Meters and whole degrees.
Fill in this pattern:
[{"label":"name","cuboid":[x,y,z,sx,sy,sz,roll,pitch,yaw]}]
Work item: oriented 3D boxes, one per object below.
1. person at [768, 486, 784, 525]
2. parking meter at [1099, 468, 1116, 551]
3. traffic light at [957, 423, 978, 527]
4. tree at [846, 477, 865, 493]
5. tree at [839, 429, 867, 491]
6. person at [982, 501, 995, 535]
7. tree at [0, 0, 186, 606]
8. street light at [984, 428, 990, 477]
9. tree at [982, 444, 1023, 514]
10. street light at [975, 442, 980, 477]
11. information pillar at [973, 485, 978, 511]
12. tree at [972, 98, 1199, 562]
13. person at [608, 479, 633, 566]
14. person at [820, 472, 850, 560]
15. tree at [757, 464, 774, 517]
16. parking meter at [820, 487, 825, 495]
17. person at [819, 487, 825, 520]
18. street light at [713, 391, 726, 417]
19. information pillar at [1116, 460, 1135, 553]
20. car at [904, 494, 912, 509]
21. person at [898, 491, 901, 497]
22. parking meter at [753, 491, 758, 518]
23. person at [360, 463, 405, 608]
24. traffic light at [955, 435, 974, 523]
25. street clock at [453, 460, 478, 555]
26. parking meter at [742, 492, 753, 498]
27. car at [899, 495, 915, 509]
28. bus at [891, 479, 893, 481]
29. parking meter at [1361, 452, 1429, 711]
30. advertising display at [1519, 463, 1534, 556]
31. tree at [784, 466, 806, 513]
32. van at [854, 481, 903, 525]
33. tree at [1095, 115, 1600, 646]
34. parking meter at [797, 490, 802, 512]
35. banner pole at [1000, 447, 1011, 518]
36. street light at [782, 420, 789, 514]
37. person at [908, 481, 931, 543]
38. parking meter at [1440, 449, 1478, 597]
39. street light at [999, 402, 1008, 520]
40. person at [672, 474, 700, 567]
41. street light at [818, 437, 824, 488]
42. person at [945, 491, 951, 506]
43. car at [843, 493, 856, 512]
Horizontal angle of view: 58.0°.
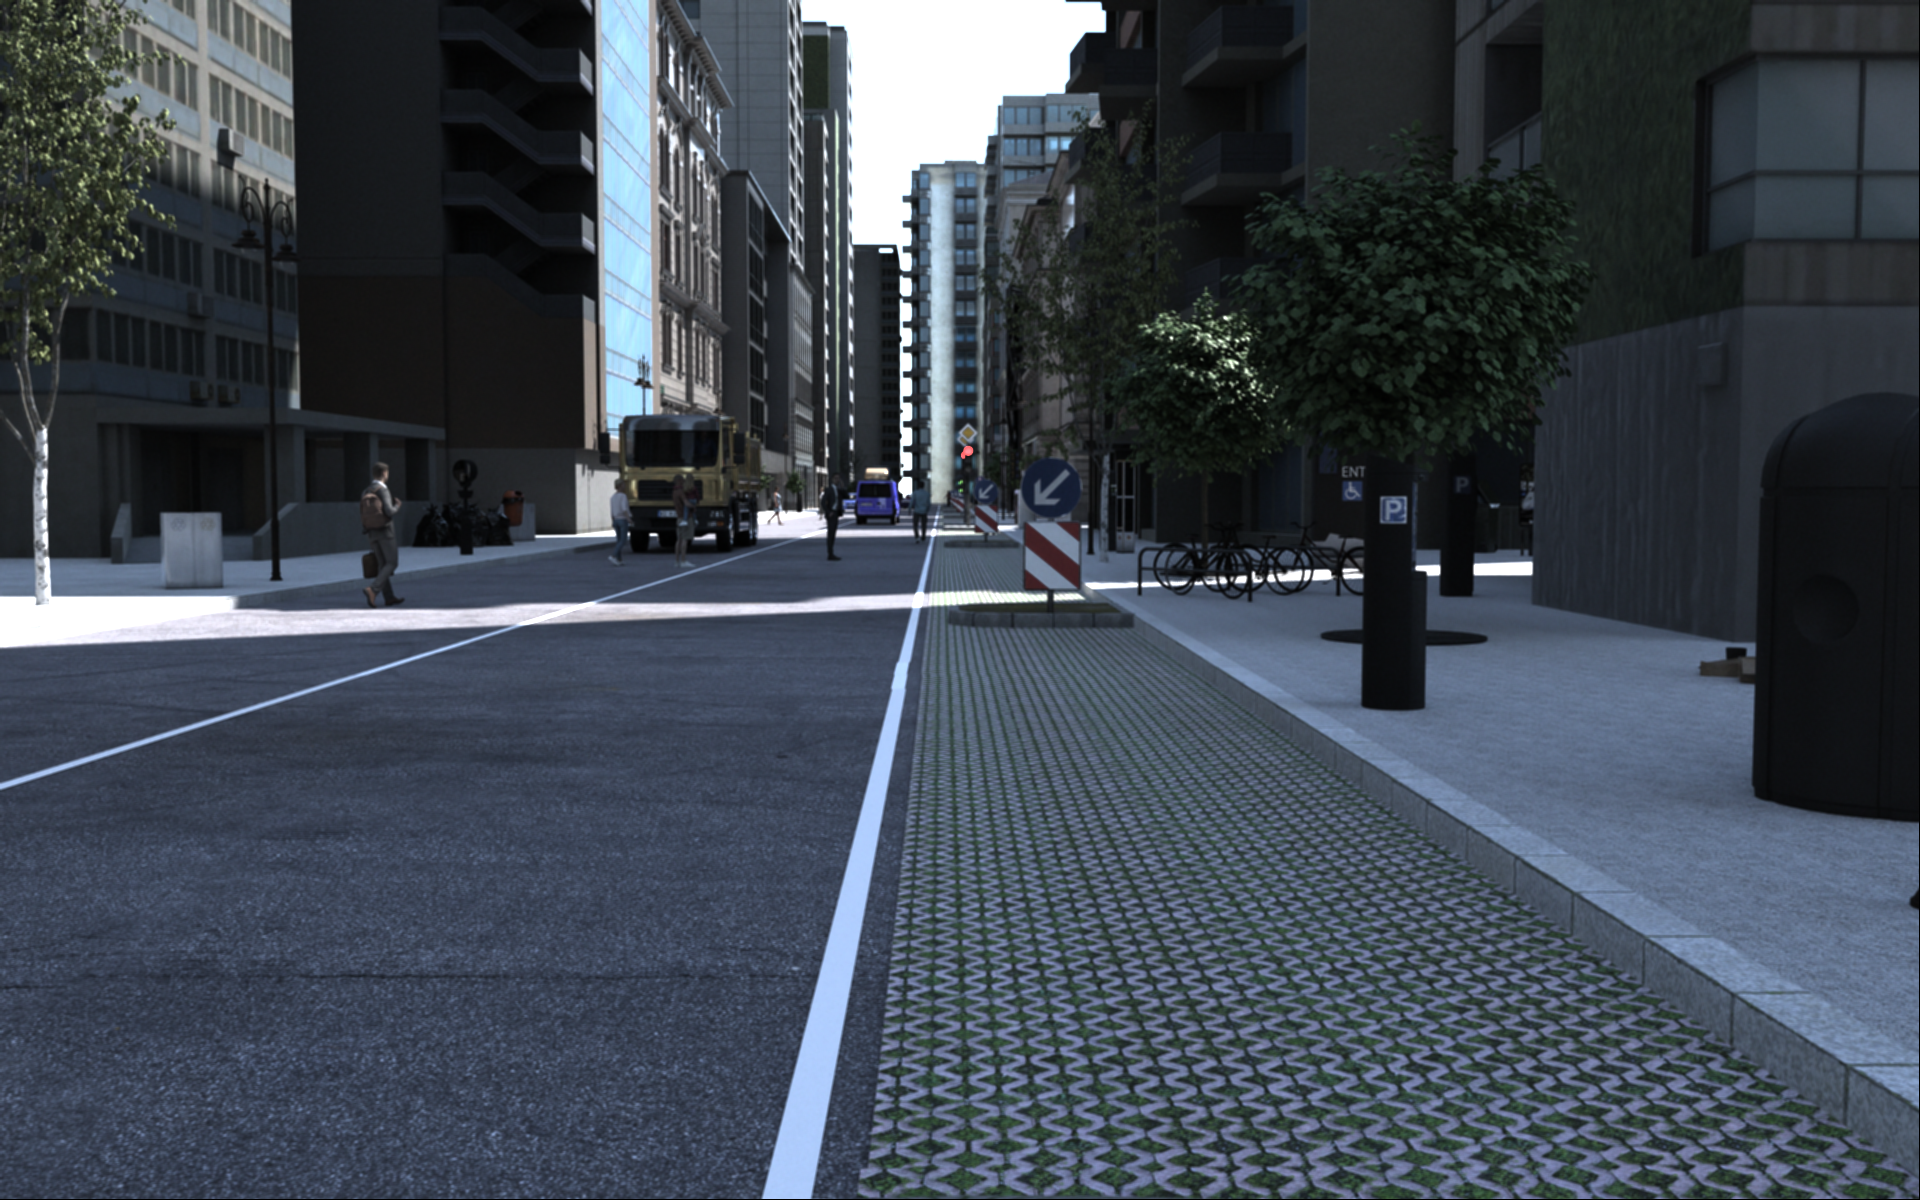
[{"label":"person","cuboid":[-8.553,-4.386,80.307,0.778,1.811,0.616,0,4,3]},{"label":"parking meter","cuboid":[3.343,-2.029,38.891,0.255,1.863,0.399,-2,4,-35]},{"label":"traffic light","cuboid":[0.304,-4.861,68.398,0.839,4.253,0.868,0,4,-1]},{"label":"tree","cuboid":[-12.037,-12.302,195.738,1.663,3.219,1.824,0,3,0]},{"label":"tree","cuboid":[-12.459,-14.712,190.904,4.360,8.622,3.978,0,3,0]},{"label":"person","cuboid":[0.993,-3.156,60.287,0.511,1.800,0.466,1,4,13]},{"label":"tree","cuboid":[-10.766,-4.251,19.866,4.737,8.622,4.395,0,3,0]},{"label":"street light","cuboid":[1.857,-8.946,119.047,0.468,5.910,1.993,0,4,-1]},{"label":"tree","cuboid":[3.097,-7.921,113.225,4.285,4.588,4.351,0,3,0]},{"label":"street light","cuboid":[1.546,-10.881,150.696,0.468,5.910,1.993,0,4,-1]},{"label":"information pillar","cuboid":[1.187,-7.884,133.393,0.304,2.012,0.304,-2,4,-23]},{"label":"tree","cuboid":[2.607,-5.028,32.576,4.737,8.622,4.395,0,3,0]},{"label":"person","cuboid":[-6.788,-1.548,34.477,0.731,1.740,0.598,2,4,31]},{"label":"person","cuboid":[-2.703,-1.823,37.669,0.474,1.900,0.648,2,4,24]},{"label":"tree","cuboid":[-11.324,-6.165,95.398,1.663,3.219,1.824,0,3,0]},{"label":"parking meter","cuboid":[-10.932,-8.081,137.840,0.255,1.863,0.399,1,4,14]},{"label":"person","cuboid":[-7.550,-5.327,95.829,0.641,1.798,0.478,2,4,33]},{"label":"street light","cuboid":[-10.619,-6.343,76.499,0.468,5.910,1.993,0,4,-1]},{"label":"information pillar","cuboid":[3.598,-2.027,37.639,0.304,2.012,0.304,-2,4,-26]},{"label":"car","cuboid":[-4.689,-9.983,172.259,2.155,1.783,4.494,0,4,0]},{"label":"person","cuboid":[-7.026,-11.858,202.385,0.705,1.822,1.348,-1,4,-17]},{"label":"parking meter","cuboid":[-10.735,-5.006,90.251,0.372,1.533,0.369,0,3,0]},{"label":"person","cuboid":[-7.380,-0.828,22.007,0.622,1.834,0.822,2,4,27]},{"label":"traffic light","cuboid":[0.221,-5.349,76.383,0.839,4.253,0.868,0,4,-1]},{"label":"street clock","cuboid":[-10.437,-1.958,36.578,0.471,2.002,0.358,1,4,22]},{"label":"parking meter","cuboid":[-10.491,-4.685,85.014,0.372,1.533,0.369,0,3,0]},{"label":"car","cuboid":[-5.042,-9.165,162.435,1.945,1.354,3.894,0,4,0]},{"label":"bus","cuboid":[-9.196,-12.724,202.896,2.948,3.499,13.247,0,3,0]},{"label":"parking meter","cuboid":[2.611,-0.121,10.396,0.372,1.533,0.369,0,3,0]},{"label":"advertising display","cuboid":[11.902,-1.865,35.712,0.123,1.923,0.974,-1,4,-22]},{"label":"tree","cuboid":[-11.334,-7.641,119.533,1.663,3.219,1.824,0,3,0]},{"label":"van","cuboid":[-3.915,-4.807,82.981,2.240,2.365,5.245,0,4,1]},{"label":"tree","cuboid":[3.862,-1.923,15.161,4.285,4.588,4.351,0,3,0]},{"label":"parking meter","cuboid":[-11.527,-7.255,124.333,0.255,1.863,0.399,2,4,35]},{"label":"banner pole","cuboid":[2.473,-6.268,92.493,0.863,3.779,0.401,3,4,36]},{"label":"street light","cuboid":[-10.932,-8.315,108.736,0.468,5.910,1.993,0,4,-1]},{"label":"person","cuboid":[-1.168,-2.575,50.616,0.660,1.820,0.620,-1,4,-13]},{"label":"parking meter","cuboid":[6.257,-0.979,21.725,0.399,1.863,0.255,0,4,-5]},{"label":"street light","cuboid":[2.177,-6.974,86.821,0.468,5.910,1.993,0,4,-1]},{"label":"person","cuboid":[-5.401,-1.563,34.029,0.580,1.828,0.573,1,4,11]},{"label":"street light","cuboid":[-11.295,-10.251,140.384,0.468,5.910,1.993,0,4,-1]},{"label":"person","cuboid":[-1.356,-11.759,200.697,0.705,1.831,1.348,3,4,38]},{"label":"car","cuboid":[-8.786,-8.001,140.407,1.945,1.707,3.694,0,4,-1]}]
